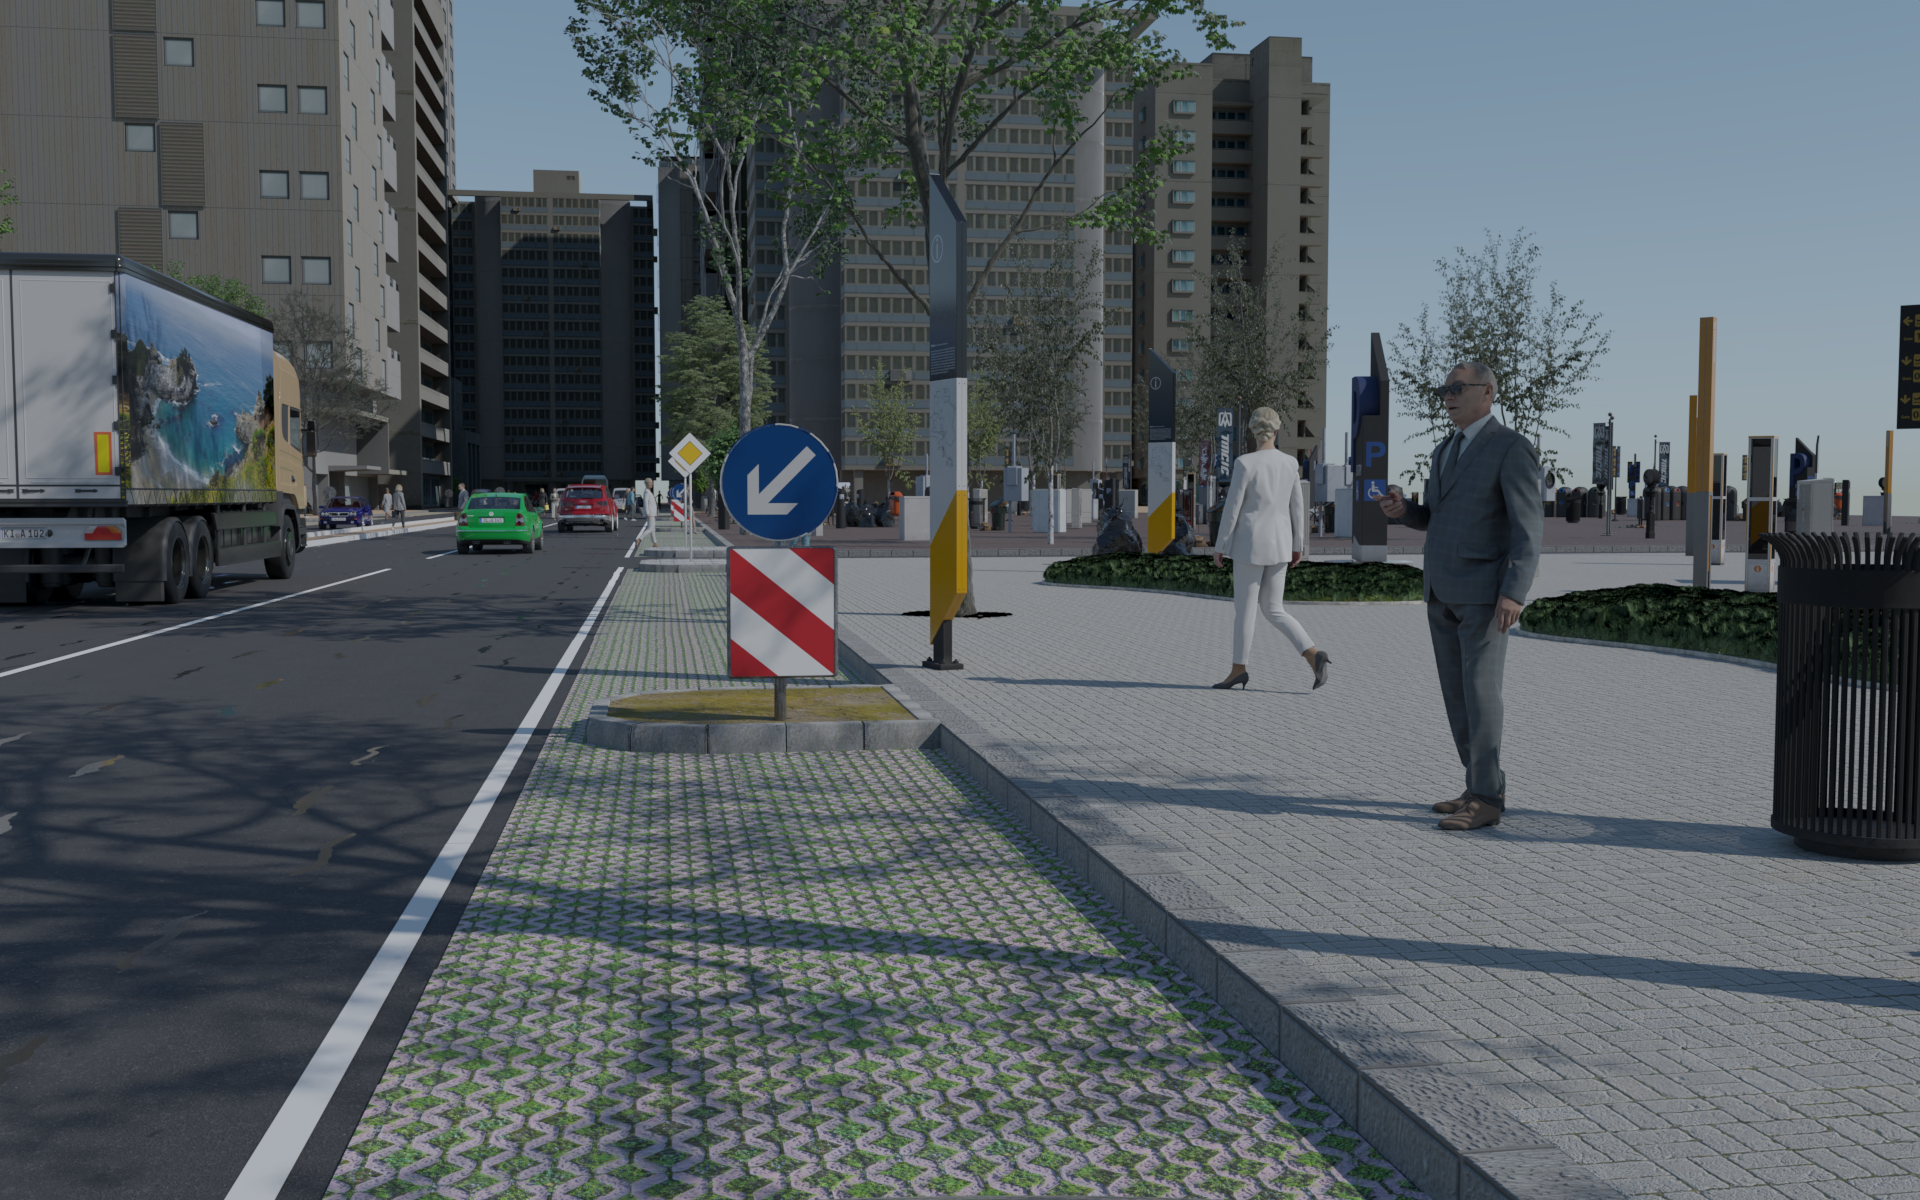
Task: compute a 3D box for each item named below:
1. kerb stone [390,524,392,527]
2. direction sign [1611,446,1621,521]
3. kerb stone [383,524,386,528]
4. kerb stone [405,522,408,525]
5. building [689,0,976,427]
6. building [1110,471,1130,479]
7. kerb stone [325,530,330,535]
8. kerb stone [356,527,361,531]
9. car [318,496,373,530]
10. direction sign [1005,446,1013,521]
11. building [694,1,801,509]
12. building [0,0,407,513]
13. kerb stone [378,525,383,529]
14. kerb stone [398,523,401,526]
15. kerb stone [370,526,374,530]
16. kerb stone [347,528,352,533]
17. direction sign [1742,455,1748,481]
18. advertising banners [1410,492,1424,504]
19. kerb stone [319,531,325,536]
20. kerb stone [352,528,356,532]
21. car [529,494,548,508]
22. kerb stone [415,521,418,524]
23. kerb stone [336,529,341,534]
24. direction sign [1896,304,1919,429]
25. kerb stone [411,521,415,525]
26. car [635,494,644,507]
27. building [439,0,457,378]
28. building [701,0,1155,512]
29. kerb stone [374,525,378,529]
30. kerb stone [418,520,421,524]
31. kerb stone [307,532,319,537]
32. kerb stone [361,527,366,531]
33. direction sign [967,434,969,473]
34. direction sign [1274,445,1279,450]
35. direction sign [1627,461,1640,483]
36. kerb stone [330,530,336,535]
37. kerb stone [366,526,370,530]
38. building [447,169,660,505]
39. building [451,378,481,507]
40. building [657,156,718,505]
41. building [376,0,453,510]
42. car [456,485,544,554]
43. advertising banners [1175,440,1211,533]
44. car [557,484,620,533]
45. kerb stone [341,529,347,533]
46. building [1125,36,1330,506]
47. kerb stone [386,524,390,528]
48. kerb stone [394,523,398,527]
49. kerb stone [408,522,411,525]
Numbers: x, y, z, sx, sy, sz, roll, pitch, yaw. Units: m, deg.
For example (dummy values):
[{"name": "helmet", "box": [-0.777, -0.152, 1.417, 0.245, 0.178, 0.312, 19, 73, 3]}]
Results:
[{"name": "kerb stone", "box": [-24.406, -3.159, 73.935, 0.120, 0.150, 1.000, -1, 4, -10]}, {"name": "direction sign", "box": [30.857, -5.474, 81.494, 0.379, 3.537, 0.876, 3, 5, 42]}, {"name": "kerb stone", "box": [-24.063, -3.040, 71.919, 0.120, 0.150, 1.000, -1, 4, -10]}, {"name": "kerb stone", "box": [-25.097, -3.412, 77.973, 0.120, 0.150, 1.000, -1, 4, -10]}, {"name": "building", "box": [-12.910, -36.020, 178.170, 28.713, 52.752, 27.495, -1, 4, -10]}, {"name": "building", "box": [10.235, -25.536, 189.219, 14.107, 30.474, 14.160, -1, 4, -10]}, {"name": "kerb stone", "box": [-21.993, -2.300, 59.805, 0.120, 0.150, 1.000, -1, 4, -10]}, {"name": "kerb stone", "box": [-23.028, -2.671, 65.861, 0.120, 0.150, 1.000, -1, 4, -10]}, {"name": "car", "box": [-25.245, -3.585, 71.196, 1.945, 1.354, 3.894, -1, 4, -11]}, {"name": "direction sign", "box": [2.329, -5.493, 81.803, 0.379, 3.537, 0.876, 2, 4, 30]}, {"name": "building", "box": [-13.229, -43.725, 153.149, 20.563, 71.187, 20.611, -1, 4, -10]}, {"name": "building", "box": [-55.115, -32.558, 121.565, 28.713, 52.752, 27.495, -1, 4, -10]}, {"name": "kerb stone", "box": [-23.886, -2.980, 70.912, 0.120, 0.150, 1.000, -1, 4, -10]}, {"name": "kerb stone", "box": [-24.756, -3.288, 75.949, 0.120, 0.150, 1.000, -1, 4, -10]}, {"name": "kerb stone", "box": [-23.545, -2.846, 68.890, 0.120, 0.150, 1.000, -1, 4, -10]}, {"name": "kerb stone", "box": [-22.675, -2.547, 63.844, 0.120, 0.150, 1.000, -1, 4, -10]}, {"name": "direction sign", "box": [45.503, -6.608, 100.043, 0.876, 3.537, 0.379, -1, 4, -20]}, {"name": "advertising banners", "box": [29.676, -6.973, 110.199, 2.074, 3.025, 0.090, 0, 4, -3]}, {"name": "kerb stone", "box": [-21.820, -2.239, 58.798, 0.120, 0.150, 1.000, -1, 4, -10]}, {"name": "kerb stone", "box": [-22.852, -2.606, 64.851, 0.120, 0.150, 1.000, -1, 4, -10]}, {"name": "car", "box": [-43.789, -10.409, 179.980, 2.009, 1.686, 4.222, -1, 4, -8]}, {"name": "kerb stone", "box": [-25.624, -3.598, 81.026, 0.120, 0.150, 1.000, -1, 4, -10]}, {"name": "kerb stone", "box": [-22.334, -2.424, 61.821, 0.120, 0.150, 1.000, -1, 4, -10]}, {"name": "direction sign", "box": [11.631, -1.750, 20.615, 0.876, 3.537, 0.379, 3, 4, 37]}, {"name": "kerb stone", "box": [-25.446, -3.536, 80.001, 0.120, 0.150, 1.000, -1, 4, -10]}, {"name": "car", "box": [-32.683, -9.910, 174.025, 2.014, 1.417, 4.499, -1, 4, -11]}, {"name": "building", "box": [-69.712, -46.553, 199.389, 20.611, 71.187, 20.563, -1, 4, -10]}, {"name": "building", "box": [-3.626, -26.970, 132.848, 32.217, 40.220, 23.993, -1, 4, -10]}, {"name": "kerb stone", "box": [-23.722, -2.909, 69.897, 0.120, 0.150, 1.000, -1, 4, -10]}, {"name": "kerb stone", "box": [-25.789, -3.660, 82.039, 0.120, 0.150, 1.000, -1, 4, -10]}, {"name": "kerb stone", "box": [-21.644, -2.177, 57.791, 0.120, 0.150, 1.000, -1, 4, -10]}, {"name": "kerb stone", "box": [-23.198, -2.730, 66.869, 0.120, 0.150, 1.000, -1, 4, -10]}, {"name": "direction sign", "box": [0.082, -4.514, 65.809, 0.379, 3.537, 0.876, -2, 4, -33]}, {"name": "direction sign", "box": [14.317, -5.402, 80.325, 0.876, 3.537, 0.379, 1, 4, 17]}, {"name": "direction sign", "box": [46.761, -7.845, 120.269, 0.876, 3.537, 0.379, 3, 5, 41]}, {"name": "kerb stone", "box": [-22.162, -2.362, 60.814, 0.120, 0.150, 1.000, -1, 4, -10]}, {"name": "kerb stone", "box": [-23.371, -2.794, 67.880, 0.120, 0.150, 1.000, -1, 4, -10]}, {"name": "building", "box": [-48.814, -31.716, 210.435, 23.993, 40.220, 32.217, -1, 4, -10]}, {"name": "building", "box": [-65.163, -52.502, 171.077, 31.000, 86.520, 22.319, -1, 4, -10]}, {"name": "building", "box": [-28.380, -31.820, 203.853, 14.086, 41.232, 14.154, -1, 4, -10]}, {"name": "building", "box": [-55.669, -31.990, 146.738, 21.300, 48.544, 21.600, -1, 4, -10]}, {"name": "car", "box": [-11.353, -2.085, 42.881, 1.959, 1.807, 4.718, -1, 4, -9]}, {"name": "advertising banners", "box": [7.525, -3.734, 57.244, 0.090, 3.025, 2.074, -3, 4, -38]}, {"name": "car", "box": [-14.158, -3.505, 65.981, 2.281, 1.827, 5.304, 0, 4, -8]}, {"name": "kerb stone", "box": [-22.498, -2.486, 62.833, 0.120, 0.150, 1.000, -1, 4, -10]}, {"name": "building", "box": [28.399, -34.536, 188.360, 21.600, 48.544, 21.300, -1, 4, -10]}, {"name": "kerb stone", "box": [-24.233, -3.095, 72.927, 0.120, 0.150, 1.000, -1, 4, -10]}, {"name": "kerb stone", "box": [-24.580, -3.221, 74.942, 0.120, 0.150, 1.000, -1, 4, -10]}, {"name": "kerb stone", "box": [-25.267, -3.474, 78.989, 0.120, 0.150, 1.000, -1, 4, -10]}]
